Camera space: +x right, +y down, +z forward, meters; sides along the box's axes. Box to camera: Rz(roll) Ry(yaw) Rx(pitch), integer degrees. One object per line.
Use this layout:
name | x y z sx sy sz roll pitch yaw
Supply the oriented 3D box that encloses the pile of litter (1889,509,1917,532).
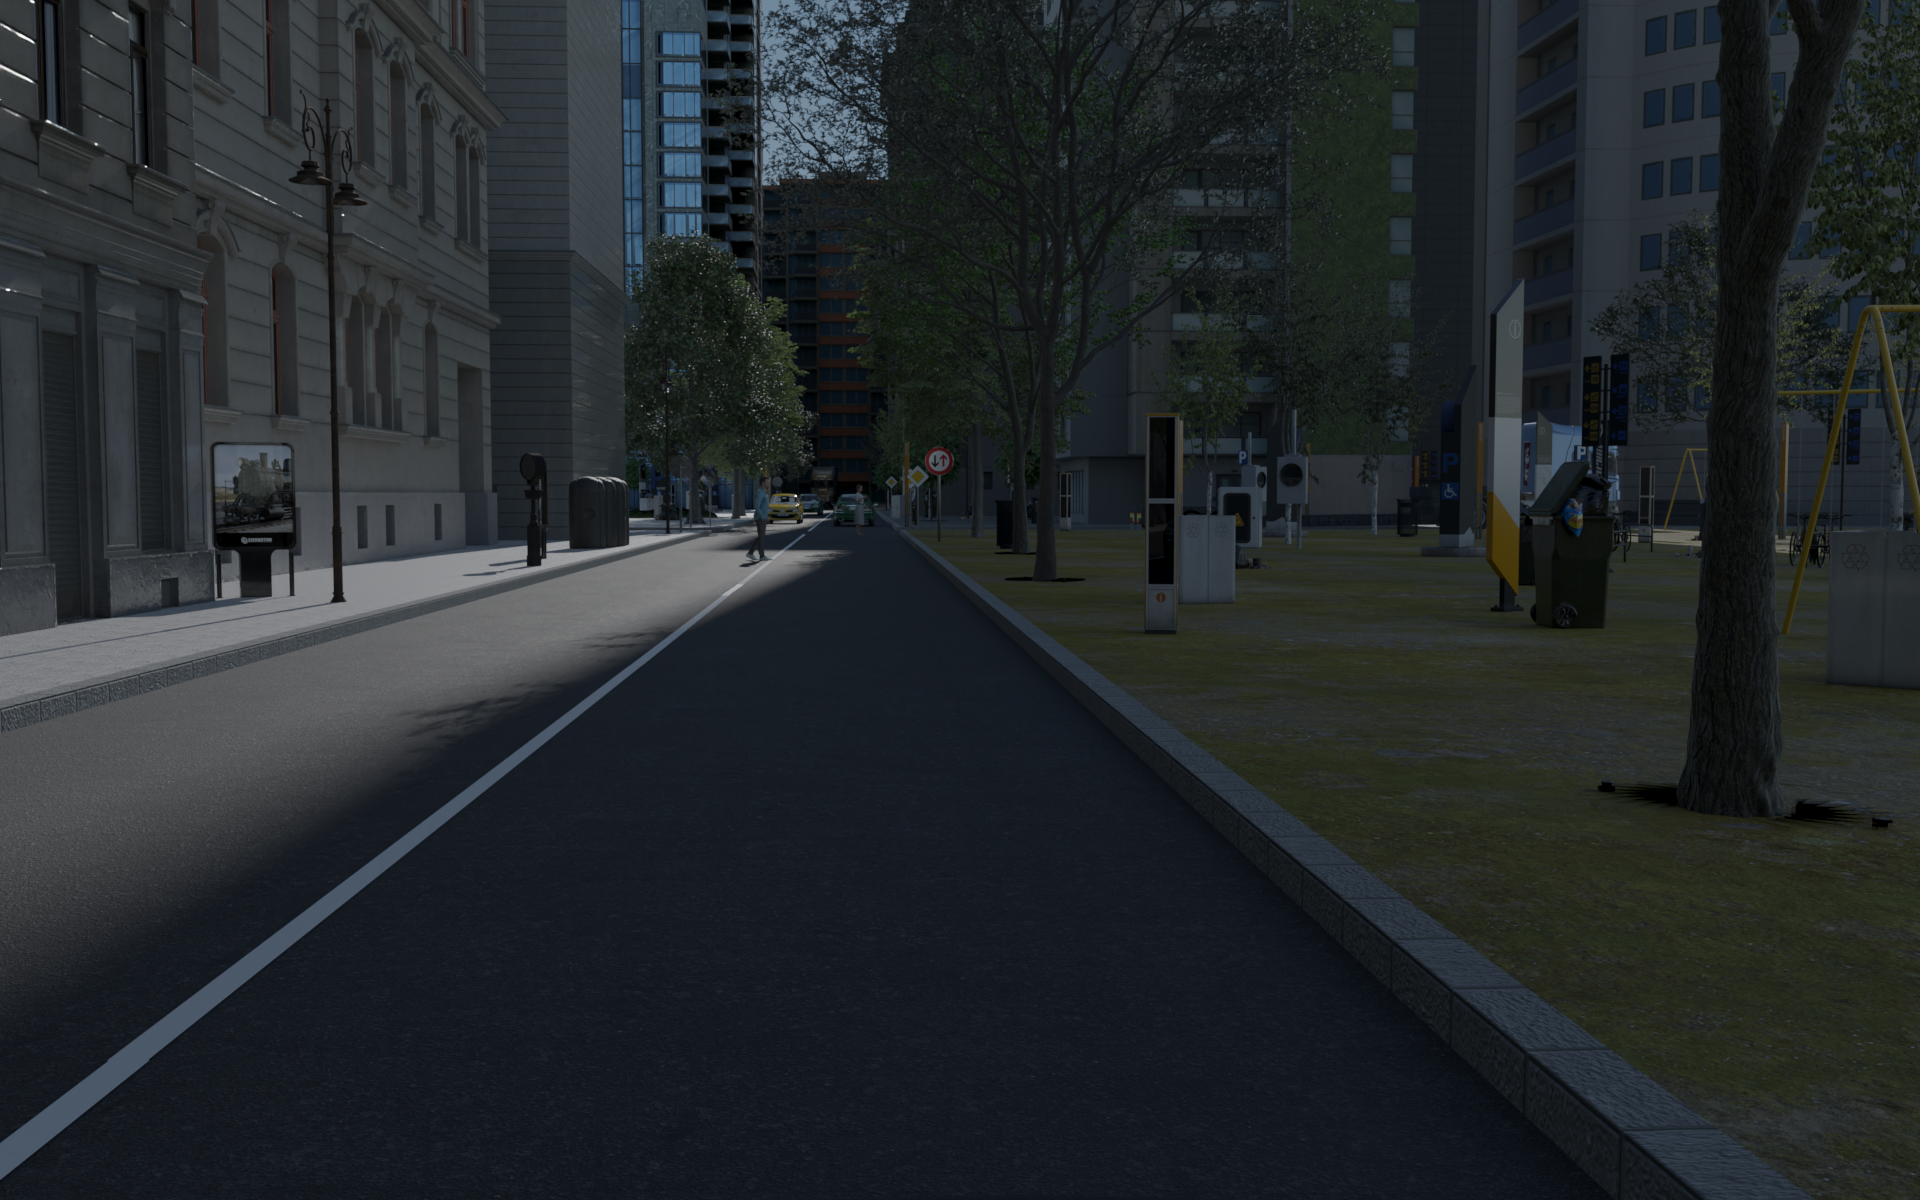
pile of litter | 27.154 -2.188 49.731 1.176 0.858 1.719 -1 4 -21

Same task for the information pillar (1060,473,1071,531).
information pillar | 3.673 -3.412 60.277 0.304 2.012 0.304 2 4 30

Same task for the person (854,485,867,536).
person | -3.403 -3.108 59.892 0.524 1.755 0.480 1 4 18

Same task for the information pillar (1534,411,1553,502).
information pillar | 16.425 -3.514 48.806 0.504 3.616 0.183 -1 4 -12

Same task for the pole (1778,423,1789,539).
pole | 23.547 -3.405 49.523 0.158 3.312 0.155 0 3 0

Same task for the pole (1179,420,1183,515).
pole | 6.070 -3.314 48.021 0.158 3.312 0.155 0 3 0

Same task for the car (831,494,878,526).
car | -4.764 -4.059 78.160 2.131 1.459 4.920 0 4 -2

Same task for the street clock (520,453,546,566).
street clock | -7.602 -1.608 30.856 0.471 2.002 0.358 3 5 40

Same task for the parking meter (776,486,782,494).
parking meter | -13.224 -7.383 126.420 0.399 1.863 0.255 3 5 44

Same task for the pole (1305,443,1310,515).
pole | 13.926 -4.619 69.356 0.158 3.312 0.155 0 3 0

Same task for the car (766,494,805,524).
car | -8.538 -4.532 84.325 2.015 1.641 3.980 0 4 -3

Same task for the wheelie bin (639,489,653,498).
wheelie bin | -21.038 -6.604 115.887 0.980 1.594 0.693 1 4 9

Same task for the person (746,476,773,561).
person | -4.334 -1.764 37.360 0.620 1.820 0.660 0 4 -2

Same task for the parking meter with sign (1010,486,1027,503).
parking meter with sign | 3.040 -5.939 93.355 0.543 3.016 1.738 3 5 42

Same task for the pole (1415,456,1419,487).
pole | 24.462 -6.051 92.773 0.158 3.312 0.155 0 3 0

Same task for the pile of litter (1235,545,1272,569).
pile of litter | 4.632 -0.998 30.276 1.176 0.858 1.719 -2 4 -34

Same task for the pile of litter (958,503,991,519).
pile of litter | 0.778 -4.672 90.360 1.719 0.858 1.176 0 4 5

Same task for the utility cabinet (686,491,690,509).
utility cabinet | -17.344 -6.344 112.410 0.318 1.500 1.173 2 4 24

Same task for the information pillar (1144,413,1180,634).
information pillar | 1.857 -0.699 15.926 0.304 2.012 0.304 1 4 8

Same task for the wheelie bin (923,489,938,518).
wheelie bin | -1.587 -5.268 94.040 0.693 1.594 0.980 1 4 16

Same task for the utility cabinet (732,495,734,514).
utility cabinet | -13.156 -5.589 102.540 0.306 1.237 1.020 1 4 19

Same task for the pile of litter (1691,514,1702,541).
pile of litter | 20.705 -2.049 47.463 1.176 0.858 1.719 -1 4 -9

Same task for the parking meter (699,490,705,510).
parking meter | -15.813 -5.975 106.096 0.372 1.533 0.369 0 3 0

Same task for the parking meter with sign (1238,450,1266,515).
parking meter with sign | 12.018 -4.496 69.767 1.738 3.016 0.543 -2 4 -34

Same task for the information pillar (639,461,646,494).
information pillar | -22.356 -7.993 122.035 0.183 3.616 0.504 3 5 44

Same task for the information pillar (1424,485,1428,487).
information pillar | 36.536 -8.027 135.736 0.304 2.012 0.304 -2 4 -27

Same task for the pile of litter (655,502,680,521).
pile of litter | -14.358 -4.305 84.347 1.719 0.858 1.176 1 4 12

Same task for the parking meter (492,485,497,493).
parking meter | -12.738 -2.357 46.942 0.372 1.533 0.369 0 3 0

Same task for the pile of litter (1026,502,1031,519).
pile of litter | 3.277 -4.693 90.689 1.719 0.858 1.176 -3 5 -40

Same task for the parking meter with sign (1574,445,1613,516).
parking meter with sign | 22.263 -3.947 60.786 0.543 3.016 1.738 -1 4 -14

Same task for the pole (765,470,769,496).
pole | -12.680 -7.336 113.783 0.158 3.312 0.155 0 3 0

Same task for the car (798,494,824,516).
car | -10.082 -6.332 115.326 2.131 1.459 4.920 0 4 -2

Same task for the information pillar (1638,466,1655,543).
information pillar | 18.041 -2.510 45.523 0.304 2.012 0.304 3 4 38

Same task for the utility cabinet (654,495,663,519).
utility cabinet | -15.557 -4.781 89.336 0.306 1.237 1.020 0 4 0

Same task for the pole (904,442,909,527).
pole | -2.086 -4.537 68.028 0.158 3.312 0.155 0 3 0

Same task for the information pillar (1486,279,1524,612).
information pillar | 5.925 -1.679 18.813 0.504 3.616 0.183 -3 4 -36

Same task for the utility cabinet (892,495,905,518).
utility cabinet | -3.302 -4.957 92.213 0.306 1.237 1.020 -2 4 -28

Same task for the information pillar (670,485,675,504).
information pillar | -22.519 -8.033 135.830 0.304 2.012 0.304 -1 4 -21

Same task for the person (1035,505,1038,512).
person | 3.225 -3.495 66.226 0.593 1.750 0.643 2 4 35

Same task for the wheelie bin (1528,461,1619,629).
wheelie bin | 5.926 -0.541 16.760 0.693 1.594 0.980 0 4 -2

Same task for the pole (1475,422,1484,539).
pole | 14.773 -3.390 49.276 0.158 3.312 0.155 0 3 0
